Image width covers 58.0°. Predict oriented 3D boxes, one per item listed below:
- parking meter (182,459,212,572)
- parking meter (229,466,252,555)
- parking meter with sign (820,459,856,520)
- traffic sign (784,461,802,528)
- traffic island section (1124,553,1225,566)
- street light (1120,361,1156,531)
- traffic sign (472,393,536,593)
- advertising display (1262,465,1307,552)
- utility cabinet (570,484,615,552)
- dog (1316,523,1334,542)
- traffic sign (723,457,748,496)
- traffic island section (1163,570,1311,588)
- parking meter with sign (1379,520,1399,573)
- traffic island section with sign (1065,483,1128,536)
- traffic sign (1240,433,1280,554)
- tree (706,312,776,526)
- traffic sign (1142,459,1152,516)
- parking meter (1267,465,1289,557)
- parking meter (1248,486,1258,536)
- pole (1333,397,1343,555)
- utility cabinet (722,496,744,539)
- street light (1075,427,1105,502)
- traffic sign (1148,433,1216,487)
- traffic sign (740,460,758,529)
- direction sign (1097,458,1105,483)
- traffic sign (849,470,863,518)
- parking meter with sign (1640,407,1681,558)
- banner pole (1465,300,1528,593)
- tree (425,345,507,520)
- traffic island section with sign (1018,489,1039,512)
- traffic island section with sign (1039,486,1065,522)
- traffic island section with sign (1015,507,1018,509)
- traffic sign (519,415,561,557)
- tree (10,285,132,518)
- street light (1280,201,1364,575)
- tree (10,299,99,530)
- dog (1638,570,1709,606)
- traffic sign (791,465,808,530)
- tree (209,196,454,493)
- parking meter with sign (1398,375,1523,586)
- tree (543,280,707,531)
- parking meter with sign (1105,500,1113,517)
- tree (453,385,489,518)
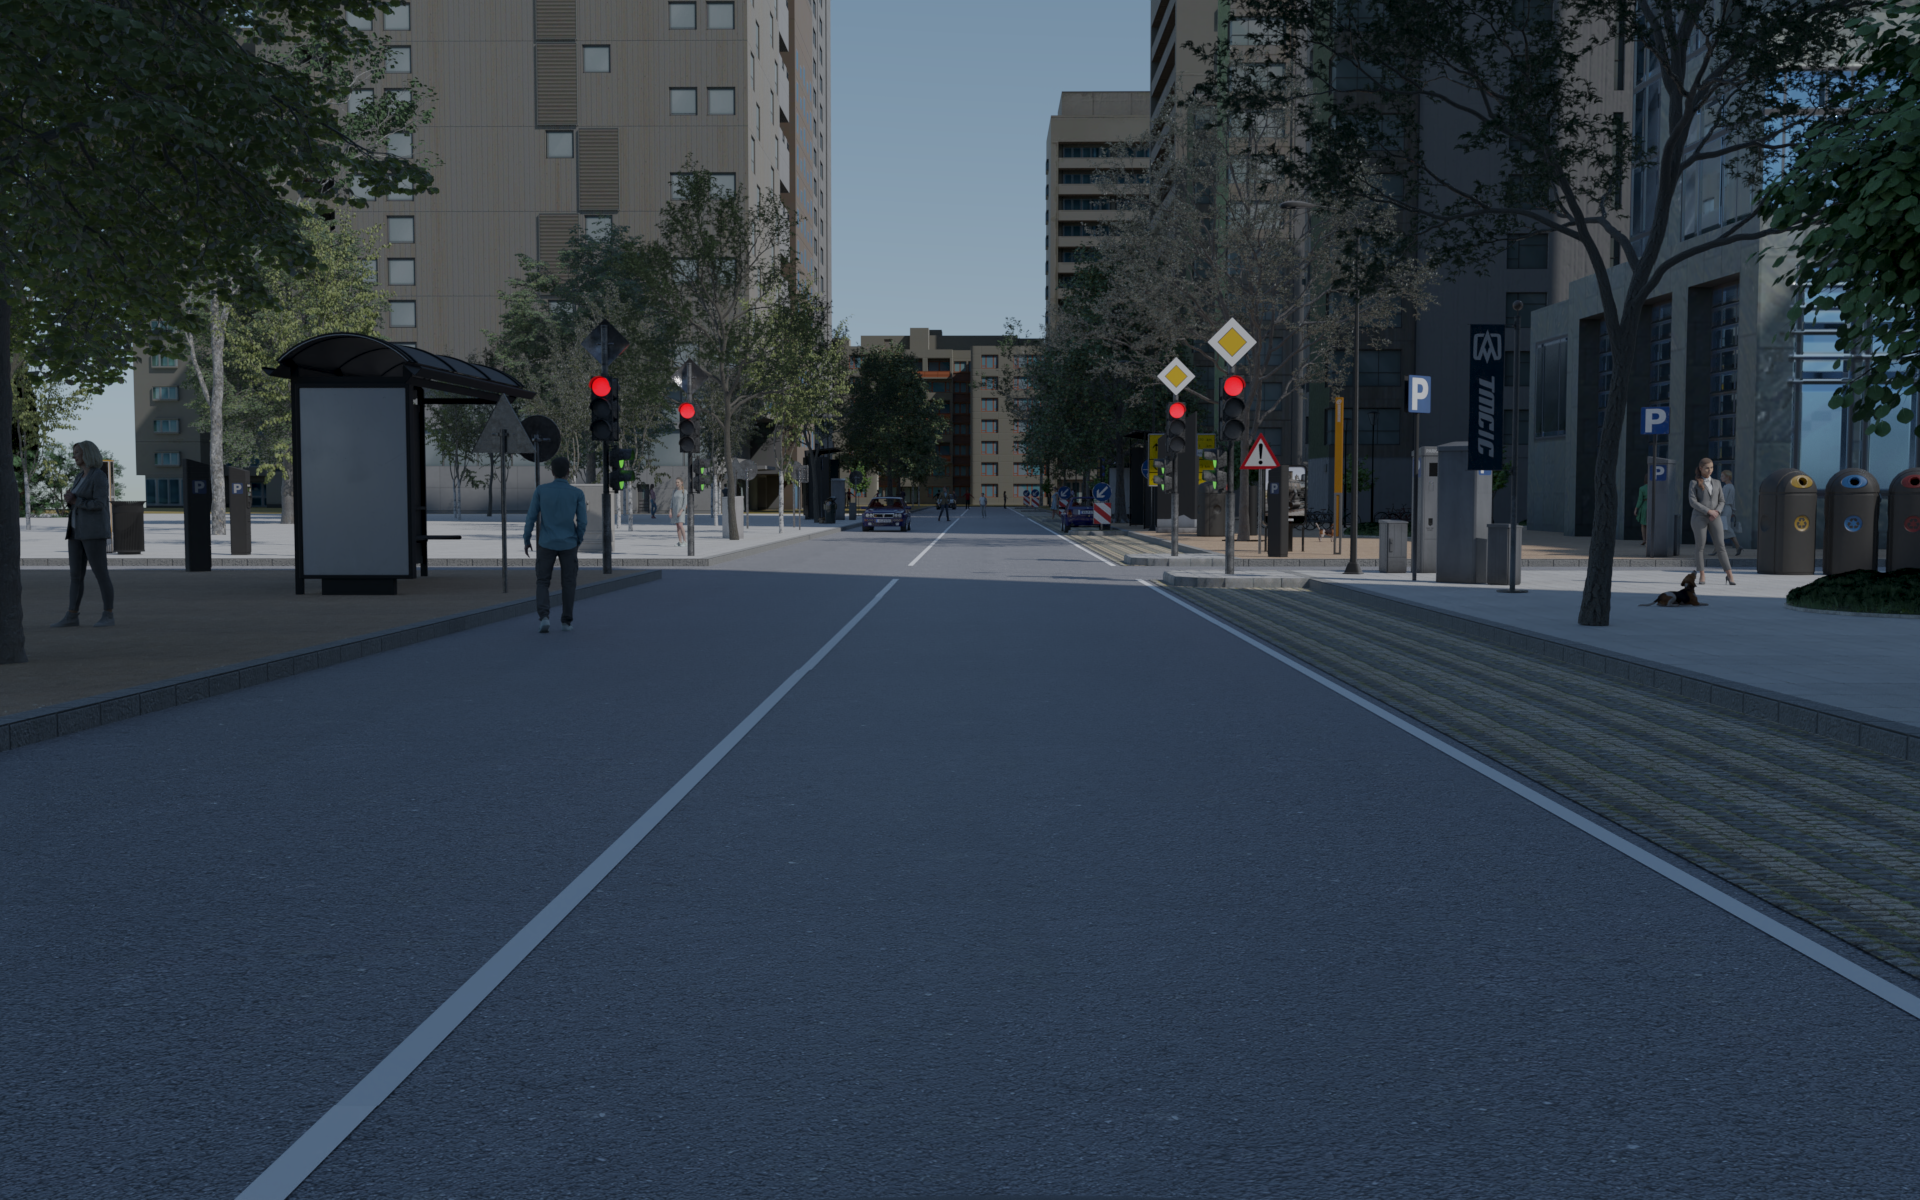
[{"bbox_3d":[-12.634,-1.407,28.717,0.399,1.863,0.255,-3,5,-43],"label":"parking meter"},{"bbox_3d":[-15.123,-1.878,36.421,0.399,1.863,0.255,0,4,-3],"label":"parking meter"},{"bbox_3d":[-5.993,-5.449,85.348,1.738,3.016,0.543,0,4,-3],"label":"parking meter with sign"},{"bbox_3d":[-6.364,-4.054,66.397,0.768,2.556,0.104,0,4,4],"label":"traffic sign"},{"bbox_3d":[4.449,-0.823,35.734,2.009,0.180,2.903,0,4,1],"label":"traffic island section"},{"bbox_3d":[6.210,-5.374,60.411,1.470,5.913,1.316,0,4,1],"label":"street light"},{"bbox_3d":[-5.902,-1.370,22.399,0.884,2.594,0.081,1,4,10],"label":"traffic sign"},{"bbox_3d":[7.207,-2.033,38.457,0.974,1.923,0.123,0,4,-6],"label":"advertising display"},{"bbox_3d":[-8.197,-1.794,38.017,1.173,1.500,0.318,1,4,12],"label":"utility cabinet"},{"bbox_3d":[9.831,-1.809,46.405,0.406,0.507,0.540,3,4,38],"label":"dog"},{"bbox_3d":[-7.837,-3.699,60.483,0.884,2.594,0.081,1,4,9],"label":"traffic sign"},{"bbox_3d":[4.341,-0.334,27.750,2.009,0.180,2.903,0,4,1],"label":"traffic island section"},{"bbox_3d":[7.724,-1.952,28.171,1.738,3.016,0.543,-1,4,-9],"label":"parking meter with sign"},{"bbox_3d":[4.792,-3.162,60.330,1.989,1.847,2.006,0,4,1],"label":"traffic island section with sign"},{"bbox_3d":[6.413,-2.263,37.005,0.884,2.594,0.081,0,4,4],"label":"traffic sign"},{"bbox_3d":[-9.576,-7.279,69.371,4.360,8.622,3.978,0,3,0],"label":"tree"},{"bbox_3d":[6.830,-3.755,61.494,0.768,2.556,0.104,1,4,9],"label":"traffic sign"},{"bbox_3d":[6.464,-1.805,35.227,0.255,1.863,0.399,-3,5,-40],"label":"parking meter"},{"bbox_3d":[8.975,-2.750,53.374,0.372,1.533,0.369,0,3,0],"label":"parking meter"},{"bbox_3d":[8.006,-2.617,36.632,0.158,3.312,0.155,0,3,0],"label":"pole"},{"bbox_3d":[-6.552,-2.369,49.887,0.306,1.237,1.020,-2,4,-28],"label":"utility cabinet"},{"bbox_3d":[6.555,-6.906,85.459,1.470,5.913,1.316,0,4,1],"label":"street light"},{"bbox_3d":[7.449,-3.934,58.192,2.265,3.308,0.079,0,4,2],"label":"traffic sign"},{"bbox_3d":[-7.875,-3.915,64.117,0.768,2.556,0.104,0,4,4],"label":"traffic sign"},{"bbox_3d":[6.848,-5.634,84.113,0.379,3.537,0.876,-1,4,-21],"label":"direction sign"},{"bbox_3d":[-5.612,-5.700,93.295,0.768,2.556,0.104,1,4,8],"label":"traffic sign"},{"bbox_3d":[14.358,-2.393,35.381,0.543,3.016,1.738,2,4,33],"label":"parking meter with sign"},{"bbox_3d":[6.980,-1.986,22.481,0.863,3.779,0.401,0,4,-4],"label":"banner pole"},{"bbox_3d":[-24.652,-8.289,85.895,4.360,8.622,3.978,0,3,0],"label":"tree"},{"bbox_3d":[5.841,-7.886,137.559,1.989,1.847,2.006,0,4,1],"label":"traffic island section with sign"},{"bbox_3d":[5.172,-4.855,88.013,1.989,1.847,2.006,0,4,1],"label":"traffic island section with sign"},{"bbox_3d":[6.210,-9.565,165.022,1.989,1.847,2.006,0,4,1],"label":"traffic island section with sign"},{"bbox_3d":[-6.808,-1.701,27.917,0.768,2.556,0.104,0,4,4],"label":"traffic sign"},{"bbox_3d":[-55.559,-11.781,94.434,18.604,14.587,13.155,1,4,13],"label":"tree"},{"bbox_3d":[5.764,-3.368,27.603,1.470,5.913,1.316,0,4,1],"label":"street light"},{"bbox_3d":[-33.043,-6.803,61.587,4.737,8.622,4.395,0,3,0],"label":"tree"},{"bbox_3d":[8.185,-0.131,19.873,0.748,0.427,0.550,2,4,25],"label":"dog"},{"bbox_3d":[-5.702,-3.636,61.584,0.606,2.300,0.079,1,4,10],"label":"traffic sign"},{"bbox_3d":[-15.810,-5.634,42.475,4.737,8.622,4.395,0,3,0],"label":"tree"},{"bbox_3d":[7.262,-1.754,24.935,0.543,3.016,1.738,-3,5,-40],"label":"parking meter with sign"},{"bbox_3d":[-11.353,-6.650,59.084,4.360,8.622,3.978,0,3,0],"label":"tree"},{"bbox_3d":[8.070,-5.986,94.139,0.543,3.016,1.738,-1,4,-23],"label":"parking meter with sign"},{"bbox_3d":[-26.637,-8.607,91.093,4.737,8.622,4.395,0,3,0],"label":"tree"}]
